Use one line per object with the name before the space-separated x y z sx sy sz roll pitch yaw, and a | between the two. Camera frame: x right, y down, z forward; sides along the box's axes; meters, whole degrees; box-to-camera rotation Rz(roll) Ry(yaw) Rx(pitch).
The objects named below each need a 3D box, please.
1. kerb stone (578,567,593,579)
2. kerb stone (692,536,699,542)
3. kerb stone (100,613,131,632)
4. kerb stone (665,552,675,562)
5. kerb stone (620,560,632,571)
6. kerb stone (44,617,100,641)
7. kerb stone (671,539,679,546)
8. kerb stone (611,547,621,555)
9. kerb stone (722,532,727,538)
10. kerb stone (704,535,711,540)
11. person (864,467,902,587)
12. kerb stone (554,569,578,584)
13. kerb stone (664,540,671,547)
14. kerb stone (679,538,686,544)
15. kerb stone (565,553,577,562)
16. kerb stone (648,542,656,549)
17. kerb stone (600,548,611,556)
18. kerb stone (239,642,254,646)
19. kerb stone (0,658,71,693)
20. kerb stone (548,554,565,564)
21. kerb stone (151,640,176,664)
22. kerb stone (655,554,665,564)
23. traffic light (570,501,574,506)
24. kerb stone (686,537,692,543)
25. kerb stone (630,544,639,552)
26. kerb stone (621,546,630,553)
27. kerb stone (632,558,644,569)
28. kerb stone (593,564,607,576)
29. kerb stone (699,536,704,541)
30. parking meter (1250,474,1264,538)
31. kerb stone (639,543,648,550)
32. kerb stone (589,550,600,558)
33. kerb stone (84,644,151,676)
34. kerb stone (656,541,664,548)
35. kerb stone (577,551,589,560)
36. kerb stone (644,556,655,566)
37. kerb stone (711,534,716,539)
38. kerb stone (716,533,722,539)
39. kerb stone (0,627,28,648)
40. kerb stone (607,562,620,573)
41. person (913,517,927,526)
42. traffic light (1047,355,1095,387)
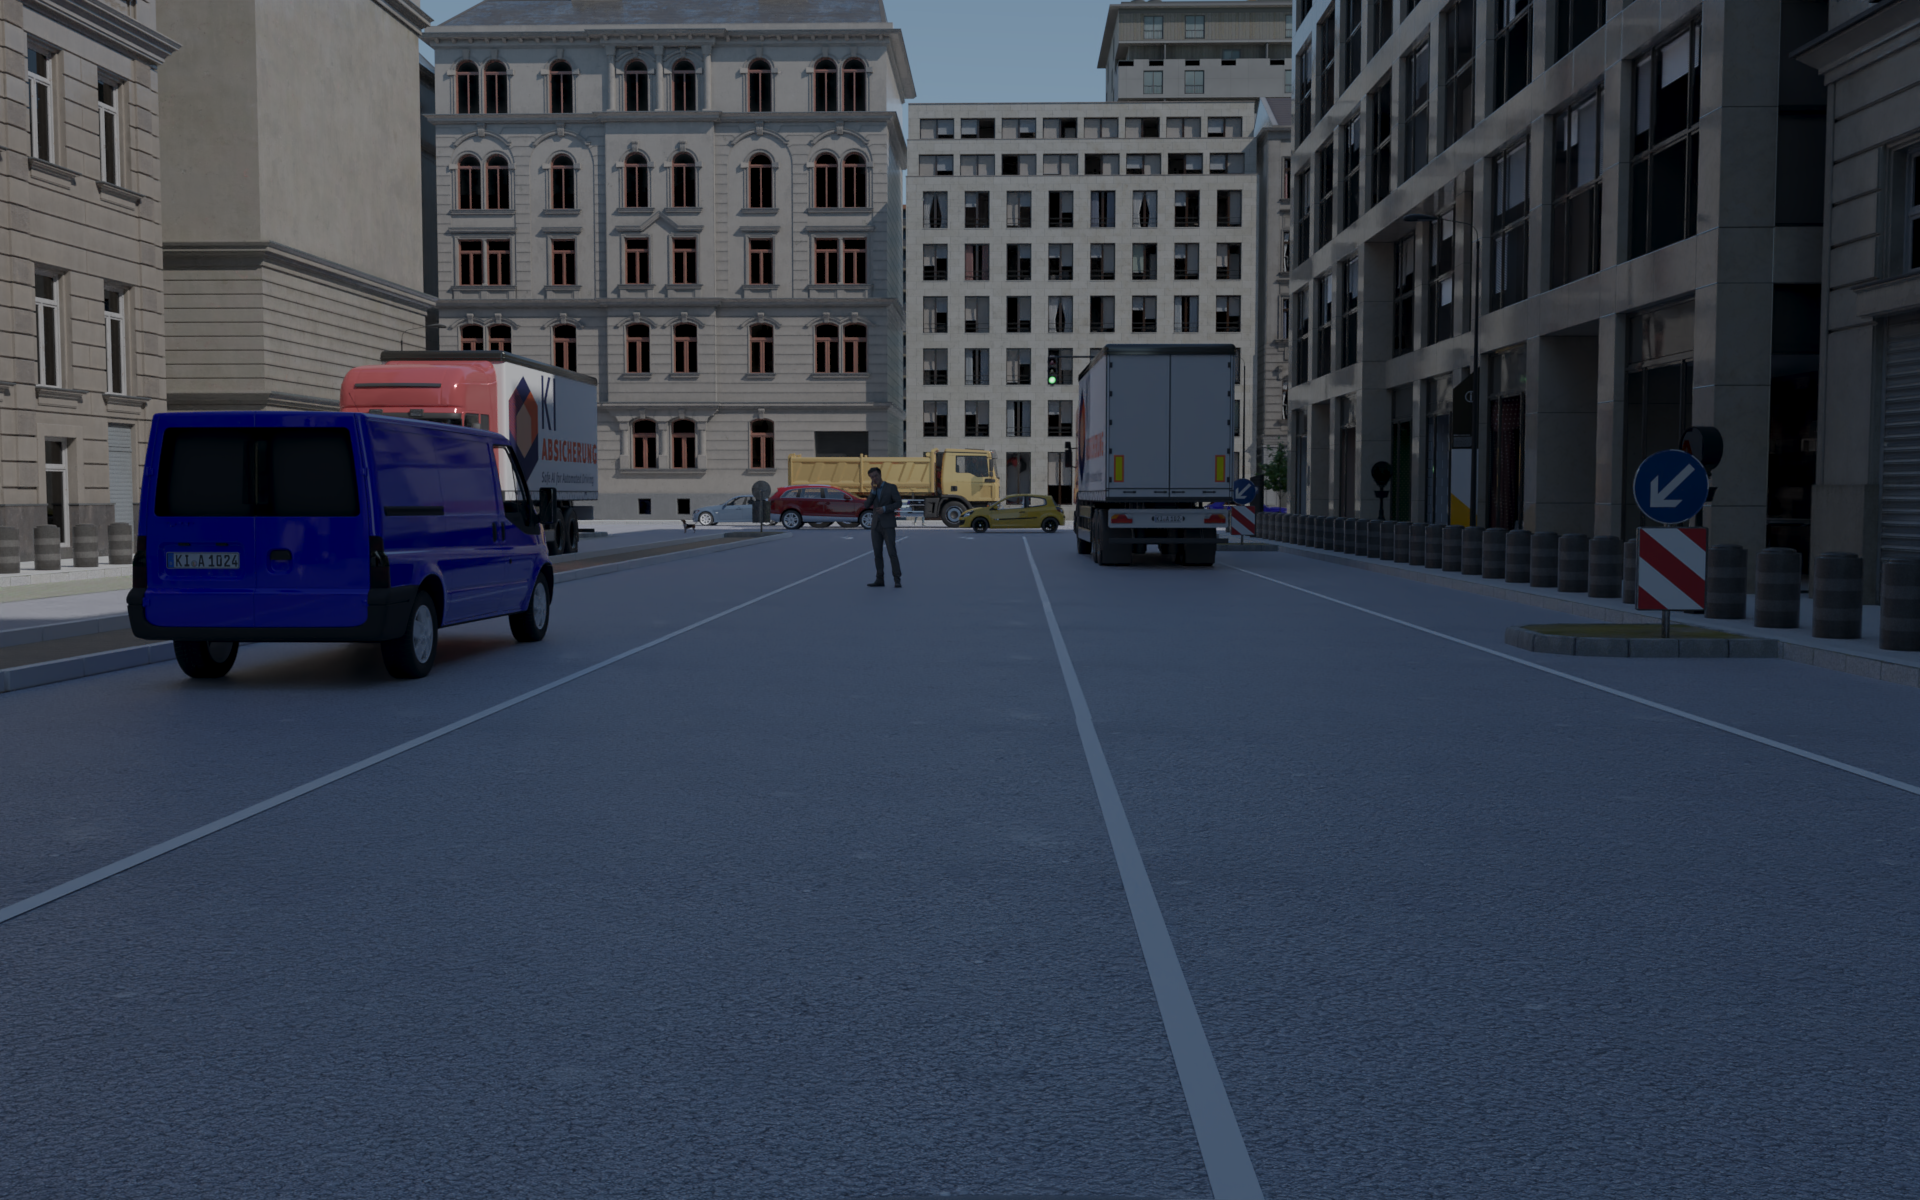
kerb stone | -6.470 -0.447 29.507 0.120 0.150 1.000 0 4 2
kerb stone | -7.946 -1.774 51.194 0.120 0.150 1.000 0 4 2
kerb stone | -8.895 0.239 18.296 0.120 0.150 1.000 0 4 2
kerb stone | -6.256 -0.883 36.684 0.120 0.150 1.000 0 4 2
kerb stone | -6.383 -0.632 32.581 0.120 0.150 1.000 0 4 2
kerb stone | -8.922 0.302 17.269 0.120 0.150 1.000 0 4 2
kerb stone | -8.035 -1.585 48.106 0.120 0.150 1.000 0 4 2
kerb stone | -8.249 -1.144 40.906 0.120 0.150 1.000 0 4 2
kerb stone | -7.805 -2.087 56.342 0.120 0.150 1.000 0 4 2
kerb stone | -7.891 -1.900 53.254 0.120 0.150 1.000 0 4 2
person | -1.185 -1.122 26.645 0.655 1.846 0.447 2 4 28
kerb stone | -6.506 -0.382 28.482 0.120 0.150 1.000 0 4 2
kerb stone | -8.067 -1.521 47.069 0.120 0.150 1.000 0 4 2
kerb stone | -8.011 -1.648 49.136 0.120 0.150 1.000 0 4 2
kerb stone | -8.364 -0.892 36.785 0.120 0.150 1.000 0 4 2
kerb stone | -8.127 -1.392 45.016 0.120 0.150 1.000 0 4 2
kerb stone | -8.270 -1.082 39.881 0.120 0.150 1.000 0 4 2
kerb stone | -6.847 0.370 16.145 0.120 0.150 1.000 0 4 2
kerb stone | -6.937 0.559 13.061 0.120 0.150 1.000 0 4 2
kerb stone | -8.394 -0.829 35.754 0.120 0.150 1.000 0 4 2
kerb stone | -6.876 0.436 15.115 0.120 0.150 1.000 0 4 2
kerb stone | -6.288 -0.823 35.655 0.120 0.150 1.000 0 4 2
traffic light | -12.876 -4.193 57.471 0.839 4.253 0.868 0 4 2
kerb stone | -7.978 -1.706 50.170 0.120 0.150 1.000 0 4 2
kerb stone | -8.187 -1.268 42.955 0.120 0.150 1.000 0 4 2
kerb stone | -8.217 -1.207 41.930 0.120 0.150 1.000 0 4 2
kerb stone | -6.350 -0.698 33.605 0.120 0.150 1.000 0 4 2
kerb stone | -6.446 -0.510 30.531 0.120 0.150 1.000 0 4 2
kerb stone | -7.931 -1.837 52.229 0.120 0.150 1.000 0 4 2
parking meter | 8.749 -2.778 51.133 0.399 1.863 0.255 3 4 36
kerb stone | -8.156 -1.332 43.980 0.120 0.150 1.000 0 4 2
kerb stone | -8.304 -1.019 38.857 0.120 0.150 1.000 0 4 2
kerb stone | -6.908 0.496 14.085 0.120 0.150 1.000 0 4 2
kerb stone | -8.093 -1.458 46.040 0.120 0.150 1.000 0 4 2
kerb stone | -8.329 -0.956 37.818 0.120 0.150 1.000 0 4 2
kerb stone | -6.320 -0.760 34.629 0.120 0.150 1.000 0 4 2
kerb stone | -7.867 -1.963 54.289 0.120 0.150 1.000 0 4 2
kerb stone | -7.833 -2.026 55.313 0.120 0.150 1.000 0 4 2
kerb stone | -8.950 0.364 16.241 0.120 0.150 1.000 0 4 2
kerb stone | -6.418 -0.573 31.556 0.120 0.150 1.000 0 4 2
person | -1.798 -4.237 78.362 0.593 1.750 0.643 -3 5 -40
traffic light | 5.234 -5.025 56.830 4.771 5.953 1.251 0 4 2
